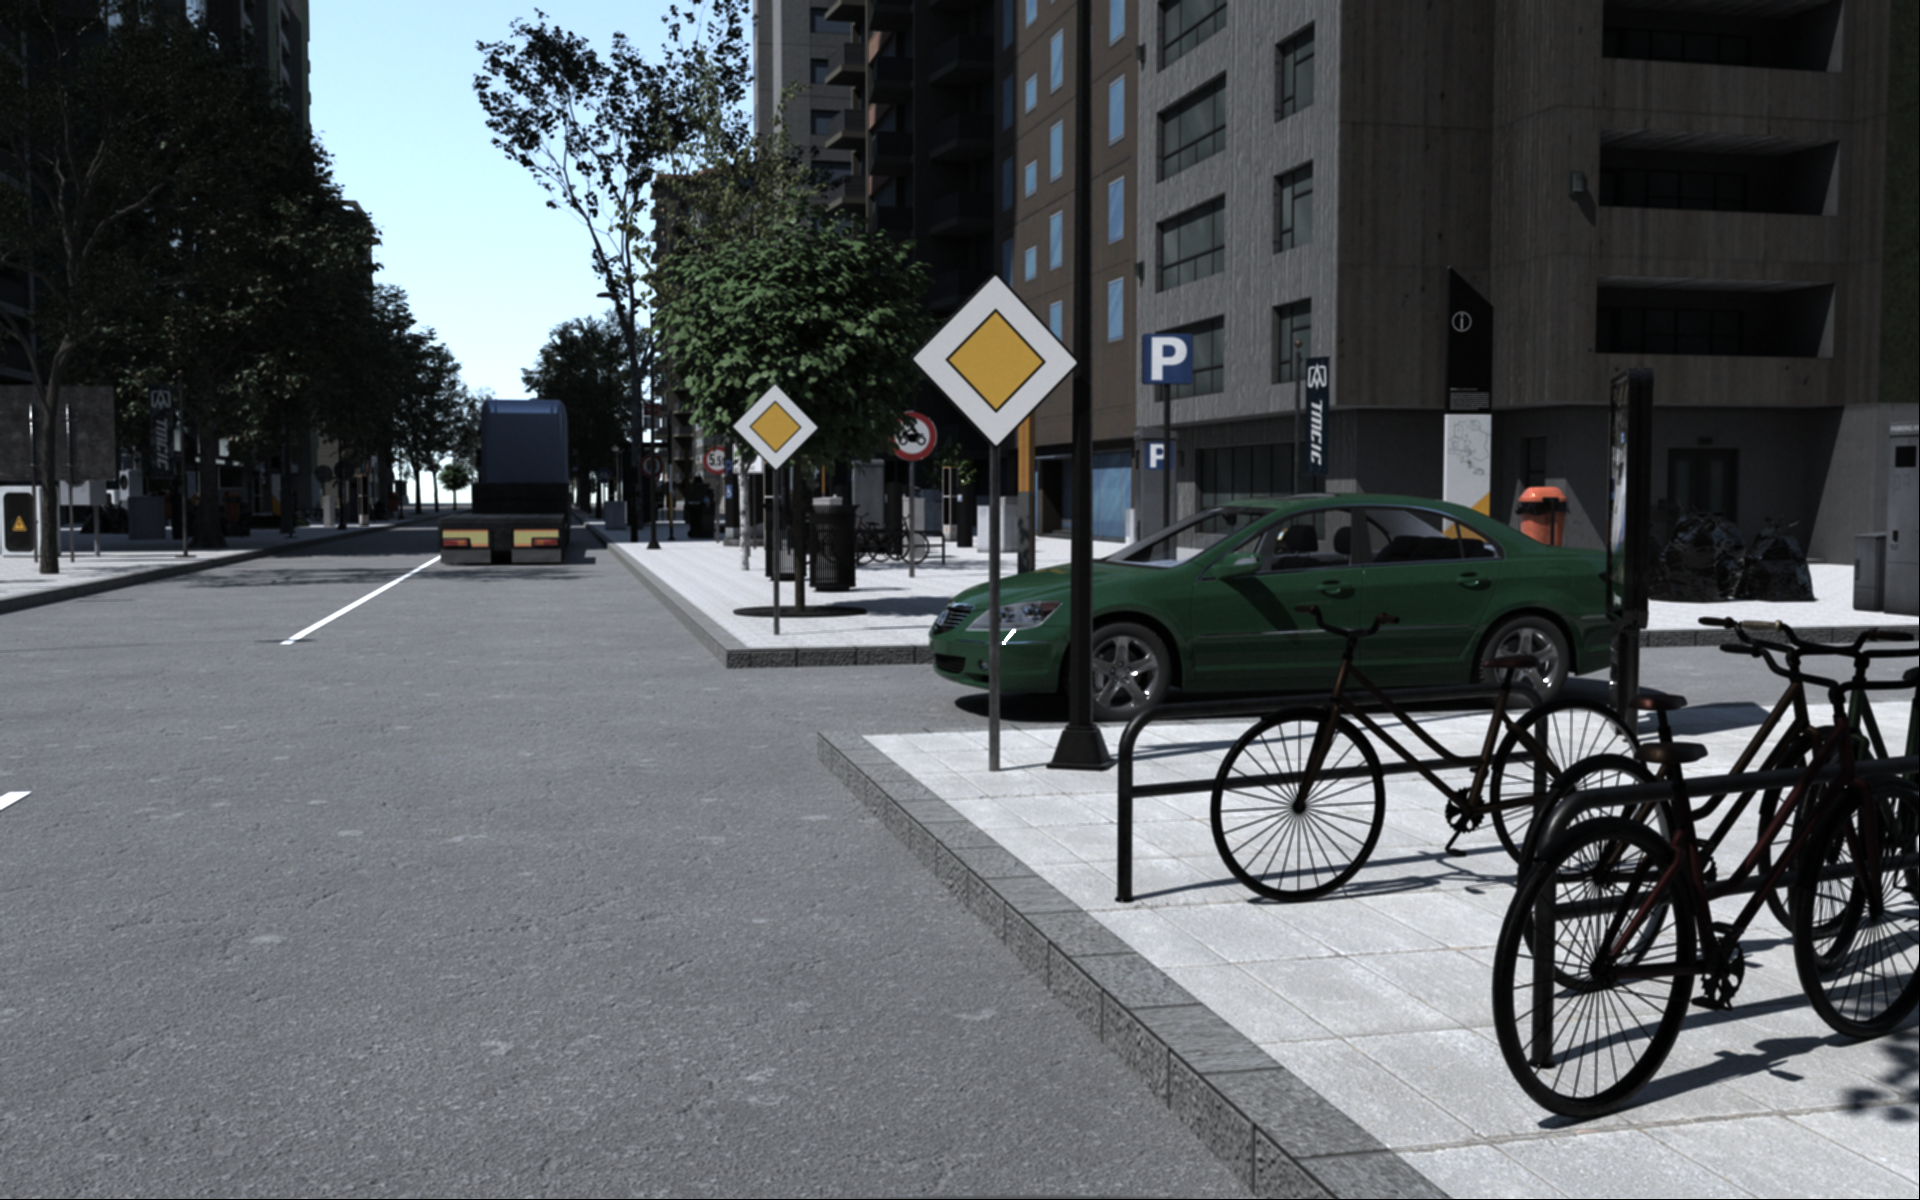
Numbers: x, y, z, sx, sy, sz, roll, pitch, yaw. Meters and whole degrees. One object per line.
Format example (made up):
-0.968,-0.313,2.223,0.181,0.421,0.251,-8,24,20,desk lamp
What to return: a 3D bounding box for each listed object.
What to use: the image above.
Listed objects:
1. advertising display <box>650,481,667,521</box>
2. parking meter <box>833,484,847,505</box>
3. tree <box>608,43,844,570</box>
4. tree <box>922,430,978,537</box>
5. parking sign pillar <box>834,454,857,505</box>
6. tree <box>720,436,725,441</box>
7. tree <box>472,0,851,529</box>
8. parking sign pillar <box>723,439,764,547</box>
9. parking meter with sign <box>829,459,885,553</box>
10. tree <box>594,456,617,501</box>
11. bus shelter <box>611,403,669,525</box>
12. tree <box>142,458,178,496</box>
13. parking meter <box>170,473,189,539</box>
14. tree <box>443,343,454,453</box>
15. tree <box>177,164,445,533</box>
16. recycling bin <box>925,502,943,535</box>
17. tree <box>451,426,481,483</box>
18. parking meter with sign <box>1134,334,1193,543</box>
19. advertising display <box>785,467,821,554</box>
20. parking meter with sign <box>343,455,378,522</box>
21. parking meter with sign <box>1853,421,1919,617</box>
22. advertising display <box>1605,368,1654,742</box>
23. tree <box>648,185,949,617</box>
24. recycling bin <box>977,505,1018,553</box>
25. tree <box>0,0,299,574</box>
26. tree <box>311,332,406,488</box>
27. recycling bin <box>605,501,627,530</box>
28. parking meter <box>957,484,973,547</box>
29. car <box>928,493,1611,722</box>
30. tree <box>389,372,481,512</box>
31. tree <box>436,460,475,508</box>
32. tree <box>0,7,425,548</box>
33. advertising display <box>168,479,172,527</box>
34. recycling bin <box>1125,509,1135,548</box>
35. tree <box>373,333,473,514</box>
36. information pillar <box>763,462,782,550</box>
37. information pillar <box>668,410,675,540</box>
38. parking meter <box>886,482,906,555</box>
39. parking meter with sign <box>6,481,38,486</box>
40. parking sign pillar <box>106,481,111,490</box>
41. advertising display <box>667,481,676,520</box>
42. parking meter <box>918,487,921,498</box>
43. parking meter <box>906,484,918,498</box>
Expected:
-14.702,-4.767,83.150,0.974,1.923,0.123,0,4,5,advertising display
-3.111,-2.241,45.052,0.372,1.533,0.369,0,3,0,parking meter
-3.639,-4.789,28.668,4.737,8.622,4.395,0,3,0,tree
-0.432,-3.539,52.468,1.663,3.219,1.824,0,3,0,tree
-3.608,-4.112,55.708,1.447,3.967,1.447,1,4,20,parking sign pillar
-8.668,-7.587,74.409,4.360,8.622,3.978,0,3,0,tree
-10.328,-12.594,61.800,12.611,20.169,13.585,0,3,0,tree
-5.169,-3.332,42.953,1.447,3.967,1.447,-3,4,-36,parking sign pillar
-1.982,-2.533,37.677,1.738,3.016,0.543,-1,4,-9,parking meter with sign
-17.157,-5.636,86.748,1.663,3.219,1.824,0,3,0,tree
-13.734,-5.896,74.036,2.179,5.291,8.768,-1,4,-13,bus shelter
-35.480,-4.987,76.134,1.663,3.219,1.824,0,3,0,tree
-22.103,-2.650,49.038,0.255,1.863,0.399,3,4,38,parking meter
-31.338,-10.728,93.523,7.486,12.596,7.792,0,3,0,tree
-21.795,-8.443,56.168,7.486,12.596,7.792,0,3,0,tree
-0.703,-2.569,54.556,0.722,1.027,0.722,1,4,10,recycling bin
-49.083,-13.718,174.645,4.360,8.622,3.978,0,3,0,tree
2.251,-1.435,19.728,0.543,3.016,1.738,0,4,0,parking meter with sign
-3.333,-1.935,36.846,0.123,1.923,0.974,3,5,40,advertising display
-27.312,-5.034,78.563,1.738,3.016,0.543,1,4,16,parking meter with sign
10.211,-1.346,18.274,0.543,3.016,1.738,-1,4,-13,parking meter with sign
3.588,-0.251,9.319,0.123,1.923,0.974,1,4,15,advertising display
-1.663,-2.135,18.623,4.285,4.588,4.351,0,3,0,tree
0.851,-1.567,38.182,0.722,1.027,0.722,2,4,32,recycling bin
-14.640,-5.680,27.276,8.767,10.594,7.601,-1,4,-12,tree
-25.212,-7.496,72.921,4.360,8.622,3.978,0,3,0,tree
-12.402,-3.050,62.427,0.722,1.027,0.722,0,4,-6,recycling bin
0.118,-2.042,41.796,0.372,1.533,0.369,0,3,0,parking meter
2.211,-0.010,11.957,4.920,1.459,2.131,-1,4,-13,car
-37.630,-11.620,124.393,8.767,10.594,7.601,-1,4,-17,tree
-46.060,-10.644,157.745,4.285,4.588,4.351,0,3,0,tree
-18.077,-7.607,41.377,9.611,12.733,9.660,0,3,0,tree
-29.977,-3.765,66.768,0.123,1.923,0.974,3,5,42,advertising display
3.254,-1.061,29.906,0.722,1.027,0.722,0,4,-1,recycling bin
-34.998,-11.331,111.022,9.928,11.665,9.643,0,3,0,tree
-4.292,-2.153,39.698,0.304,2.012,0.304,2,4,29,information pillar
-8.039,-3.472,48.128,0.183,3.616,0.504,0,4,-8,information pillar
-1.390,-1.734,36.769,0.372,1.533,0.369,0,3,0,parking meter
-25.137,-3.068,46.421,1.738,3.016,0.543,0,4,-2,parking meter with sign
-36.465,-5.217,73.767,1.447,3.967,1.447,-2,4,-26,parking sign pillar
-14.359,-4.943,86.032,0.123,1.923,0.974,1,4,12,advertising display
-1.285,-2.464,48.705,0.372,1.533,0.369,0,3,0,parking meter
-1.324,-2.065,42.177,0.372,1.533,0.369,0,3,0,parking meter
